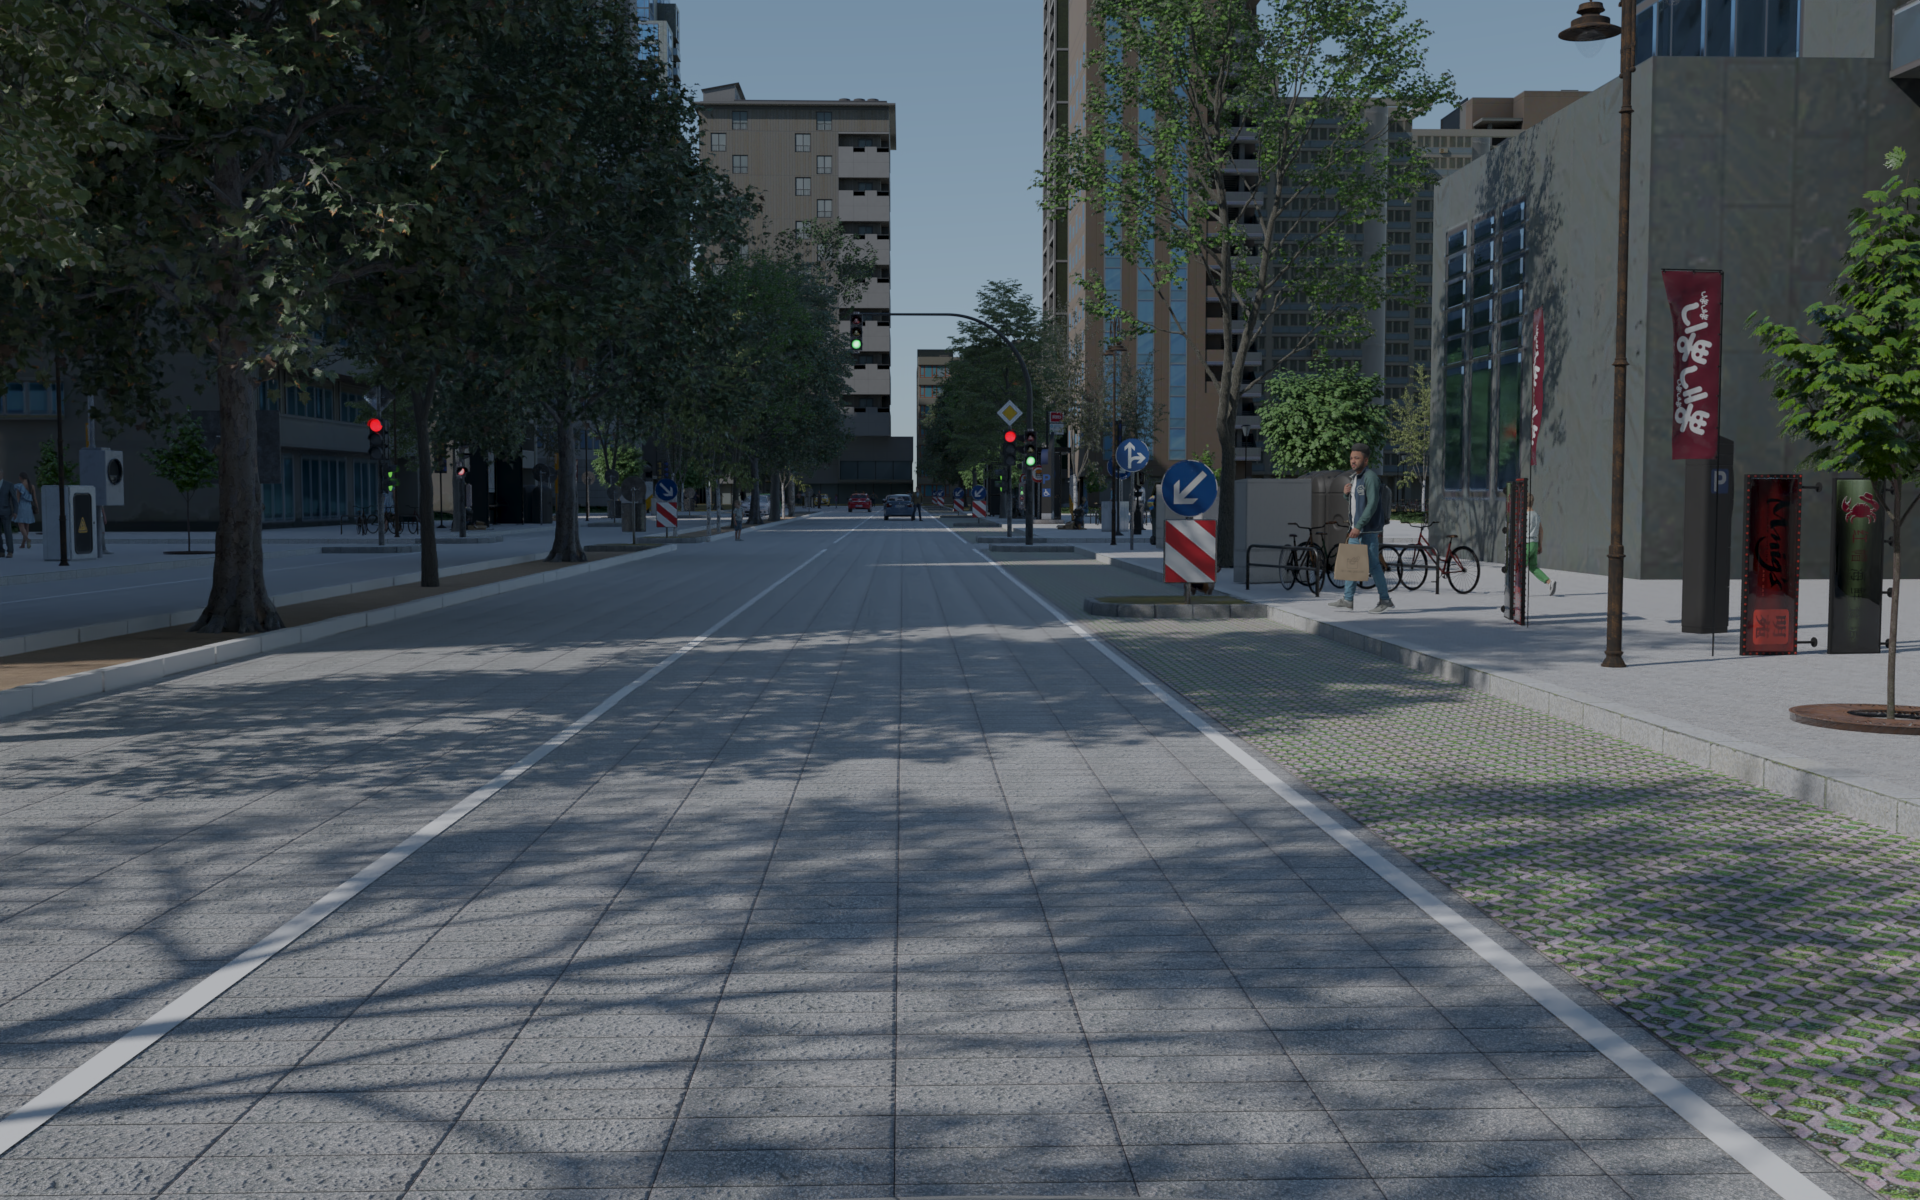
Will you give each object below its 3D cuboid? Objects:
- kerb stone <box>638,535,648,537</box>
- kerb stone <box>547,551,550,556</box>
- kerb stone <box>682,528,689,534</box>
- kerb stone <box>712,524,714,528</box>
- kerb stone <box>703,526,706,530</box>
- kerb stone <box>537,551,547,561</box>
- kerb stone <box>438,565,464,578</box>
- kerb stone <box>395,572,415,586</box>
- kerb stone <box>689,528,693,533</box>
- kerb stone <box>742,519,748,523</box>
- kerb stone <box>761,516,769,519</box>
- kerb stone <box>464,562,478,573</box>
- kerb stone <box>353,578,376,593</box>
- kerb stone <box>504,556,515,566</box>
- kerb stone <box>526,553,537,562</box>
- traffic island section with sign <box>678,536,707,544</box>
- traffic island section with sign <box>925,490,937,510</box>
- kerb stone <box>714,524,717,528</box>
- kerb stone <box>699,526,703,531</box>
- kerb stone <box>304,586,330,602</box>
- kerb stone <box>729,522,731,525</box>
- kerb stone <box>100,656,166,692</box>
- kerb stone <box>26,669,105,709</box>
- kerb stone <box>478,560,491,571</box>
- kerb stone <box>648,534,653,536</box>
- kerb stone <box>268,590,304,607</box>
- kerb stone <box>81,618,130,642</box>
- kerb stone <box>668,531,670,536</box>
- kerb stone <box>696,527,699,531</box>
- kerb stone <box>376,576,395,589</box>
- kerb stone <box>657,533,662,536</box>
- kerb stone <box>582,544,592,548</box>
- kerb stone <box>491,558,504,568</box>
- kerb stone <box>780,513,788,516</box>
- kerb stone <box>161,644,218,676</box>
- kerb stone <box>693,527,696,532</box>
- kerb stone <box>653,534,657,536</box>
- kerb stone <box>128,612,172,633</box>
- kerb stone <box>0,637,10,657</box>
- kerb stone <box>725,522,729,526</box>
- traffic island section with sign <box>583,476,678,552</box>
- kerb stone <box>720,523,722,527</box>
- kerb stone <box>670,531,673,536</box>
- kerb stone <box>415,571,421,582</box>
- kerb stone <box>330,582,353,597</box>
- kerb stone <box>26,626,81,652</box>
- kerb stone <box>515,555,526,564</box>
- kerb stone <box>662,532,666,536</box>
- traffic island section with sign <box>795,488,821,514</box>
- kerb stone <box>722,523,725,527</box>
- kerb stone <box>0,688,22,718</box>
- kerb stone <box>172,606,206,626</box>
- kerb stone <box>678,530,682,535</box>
[{"bbox_3d":[-9.671,-1.852,52.468,0.120,0.150,1.000,0,4,-2],"label":"kerb stone"},{"bbox_3d":[-9.220,-0.999,38.599,0.120,0.150,1.000,0,4,-2],"label":"kerb stone"},{"bbox_3d":[-10.013,-2.477,62.702,0.120,0.150,1.000,0,4,-2],"label":"kerb stone"},{"bbox_3d":[-10.280,-2.978,70.908,0.120,0.150,1.000,0,4,-2],"label":"kerb stone"},{"bbox_3d":[-10.182,-2.790,67.834,0.120,0.150,1.000,0,4,-2],"label":"kerb stone"},{"bbox_3d":[-9.179,-0.934,37.578,0.120,0.150,1.000,0,4,-2],"label":"kerb stone"},{"bbox_3d":[-8.948,-0.502,30.406,0.120,0.150,1.000,0,4,-2],"label":"kerb stone"},{"bbox_3d":[-8.840,-0.312,27.339,0.120,0.150,1.000,0,4,-2],"label":"kerb stone"},{"bbox_3d":[-10.050,-2.540,63.724,0.120,0.150,1.000,0,4,-2],"label":"kerb stone"},{"bbox_3d":[-10.824,-3.975,87.280,0.120,0.150,1.000,0,4,-2],"label":"kerb stone"},{"bbox_3d":[-11.223,-4.732,99.564,0.120,0.150,1.000,0,4,-2],"label":"kerb stone"},{"bbox_3d":[-8.979,-0.561,31.431,0.120,0.150,1.000,0,4,-2],"label":"kerb stone"},{"bbox_3d":[-8.780,-0.189,25.285,0.120,0.150,1.000,0,4,-2],"label":"kerb stone"},{"bbox_3d":[-9.083,-0.753,34.508,0.120,0.150,1.000,0,4,-2],"label":"kerb stone"},{"bbox_3d":[-9.151,-0.878,36.551,0.120,0.150,1.000,0,4,-2],"label":"kerb stone"},{"bbox_3d":[-8.565,-2.628,51.107,2.006,1.907,1.989,0,4,-2],"label":"traffic island section with sign"},{"bbox_3d":[-1.838,-8.865,153.569,1.989,1.847,2.006,0,4,-2],"label":"traffic island section with sign"},{"bbox_3d":[-10.316,-3.040,71.932,0.120,0.150,1.000,0,4,-2],"label":"kerb stone"},{"bbox_3d":[-10.147,-2.728,66.803,0.120,0.150,1.000,0,4,-2],"label":"kerb stone"},{"bbox_3d":[-8.711,-0.063,23.231,0.120,0.150,1.000,0,4,-2],"label":"kerb stone"},{"bbox_3d":[-10.515,-3.417,78.062,0.120,0.150,1.000,0,4,-2],"label":"kerb stone"},{"bbox_3d":[-6.274,0.560,13.048,0.120,0.150,1.000,0,4,-2],"label":"kerb stone"},{"bbox_3d":[-6.243,0.623,12.017,0.120,0.150,1.000,0,4,-2],"label":"kerb stone"},{"bbox_3d":[-9.017,-0.627,32.459,0.120,0.150,1.000,0,4,-2],"label":"kerb stone"},{"bbox_3d":[-9.704,-1.914,53.490,0.120,0.150,1.000,0,4,-2],"label":"kerb stone"},{"bbox_3d":[-8.675,0.000,22.210,0.120,0.150,1.000,0,4,-2],"label":"kerb stone"},{"bbox_3d":[-8.509,0.315,17.103,0.120,0.150,1.000,0,4,-2],"label":"kerb stone"},{"bbox_3d":[-9.848,-2.165,57.585,0.120,0.150,1.000,0,4,-2],"label":"kerb stone"},{"bbox_3d":[-10.110,-2.666,65.782,0.120,0.150,1.000,0,4,-2],"label":"kerb stone"},{"bbox_3d":[-8.822,-0.251,26.306,0.120,0.150,1.000,0,4,-2],"label":"kerb stone"},{"bbox_3d":[-9.779,-2.039,55.536,0.120,0.150,1.000,0,4,-2],"label":"kerb stone"},{"bbox_3d":[-9.378,-1.316,43.726,0.120,0.150,1.000,0,4,-2],"label":"kerb stone"},{"bbox_3d":[-9.049,-0.691,33.487,0.120,0.150,1.000,0,4,-2],"label":"kerb stone"},{"bbox_3d":[-11.767,-5.729,115.947,0.120,0.150,1.000,0,4,-2],"label":"kerb stone"},{"bbox_3d":[-6.314,0.500,14.073,0.120,0.150,1.000,0,4,-2],"label":"kerb stone"},{"bbox_3d":[-10.076,-2.603,64.760,0.120,0.150,1.000,0,4,-2],"label":"kerb stone"},{"bbox_3d":[-9.739,-1.977,54.515,0.120,0.150,1.000,0,4,-2],"label":"kerb stone"},{"bbox_3d":[-8.545,0.249,18.124,0.120,0.150,1.000,0,4,-2],"label":"kerb stone"},{"bbox_3d":[-8.443,0.437,15.049,0.120,0.150,1.000,0,4,-2],"label":"kerb stone"},{"bbox_3d":[-10.484,-3.354,77.040,0.120,0.150,1.000,0,4,-2],"label":"kerb stone"},{"bbox_3d":[-8.332,-2.175,43.704,2.006,1.907,1.989,0,4,-2],"label":"traffic island section with sign"},{"bbox_3d":[-10.375,-3.162,73.976,0.120,0.150,1.000,0,4,-2],"label":"kerb stone"},{"bbox_3d":[-9.876,-2.221,58.608,0.120,0.150,1.000,0,4,-2],"label":"kerb stone"},{"bbox_3d":[-8.881,-0.377,28.360,0.120,0.150,1.000,0,4,-2],"label":"kerb stone"},{"bbox_3d":[-8.755,-0.125,24.261,0.120,0.150,1.000,0,4,-2],"label":"kerb stone"},{"bbox_3d":[-8.481,0.375,16.071,0.120,0.150,1.000,0,4,-2],"label":"kerb stone"},{"bbox_3d":[-9.116,-0.816,35.530,0.120,0.150,1.000,0,4,-2],"label":"kerb stone"},{"bbox_3d":[-9.804,-2.102,56.564,0.120,0.150,1.000,0,4,-2],"label":"kerb stone"},{"bbox_3d":[-11.043,-7.221,126.205,2.006,1.907,1.989,0,4,-2],"label":"traffic island section with sign"},{"bbox_3d":[-10.414,-3.229,74.997,0.120,0.150,1.000,0,4,-2],"label":"kerb stone"},{"bbox_3d":[-6.203,0.689,10.996,0.120,0.150,1.000,0,4,-2],"label":"kerb stone"},{"bbox_3d":[-8.572,0.196,19.146,0.120,0.150,1.000,0,4,-2],"label":"kerb stone"},{"bbox_3d":[-9.939,-2.350,60.651,0.120,0.150,1.000,0,4,-2],"label":"kerb stone"}]
